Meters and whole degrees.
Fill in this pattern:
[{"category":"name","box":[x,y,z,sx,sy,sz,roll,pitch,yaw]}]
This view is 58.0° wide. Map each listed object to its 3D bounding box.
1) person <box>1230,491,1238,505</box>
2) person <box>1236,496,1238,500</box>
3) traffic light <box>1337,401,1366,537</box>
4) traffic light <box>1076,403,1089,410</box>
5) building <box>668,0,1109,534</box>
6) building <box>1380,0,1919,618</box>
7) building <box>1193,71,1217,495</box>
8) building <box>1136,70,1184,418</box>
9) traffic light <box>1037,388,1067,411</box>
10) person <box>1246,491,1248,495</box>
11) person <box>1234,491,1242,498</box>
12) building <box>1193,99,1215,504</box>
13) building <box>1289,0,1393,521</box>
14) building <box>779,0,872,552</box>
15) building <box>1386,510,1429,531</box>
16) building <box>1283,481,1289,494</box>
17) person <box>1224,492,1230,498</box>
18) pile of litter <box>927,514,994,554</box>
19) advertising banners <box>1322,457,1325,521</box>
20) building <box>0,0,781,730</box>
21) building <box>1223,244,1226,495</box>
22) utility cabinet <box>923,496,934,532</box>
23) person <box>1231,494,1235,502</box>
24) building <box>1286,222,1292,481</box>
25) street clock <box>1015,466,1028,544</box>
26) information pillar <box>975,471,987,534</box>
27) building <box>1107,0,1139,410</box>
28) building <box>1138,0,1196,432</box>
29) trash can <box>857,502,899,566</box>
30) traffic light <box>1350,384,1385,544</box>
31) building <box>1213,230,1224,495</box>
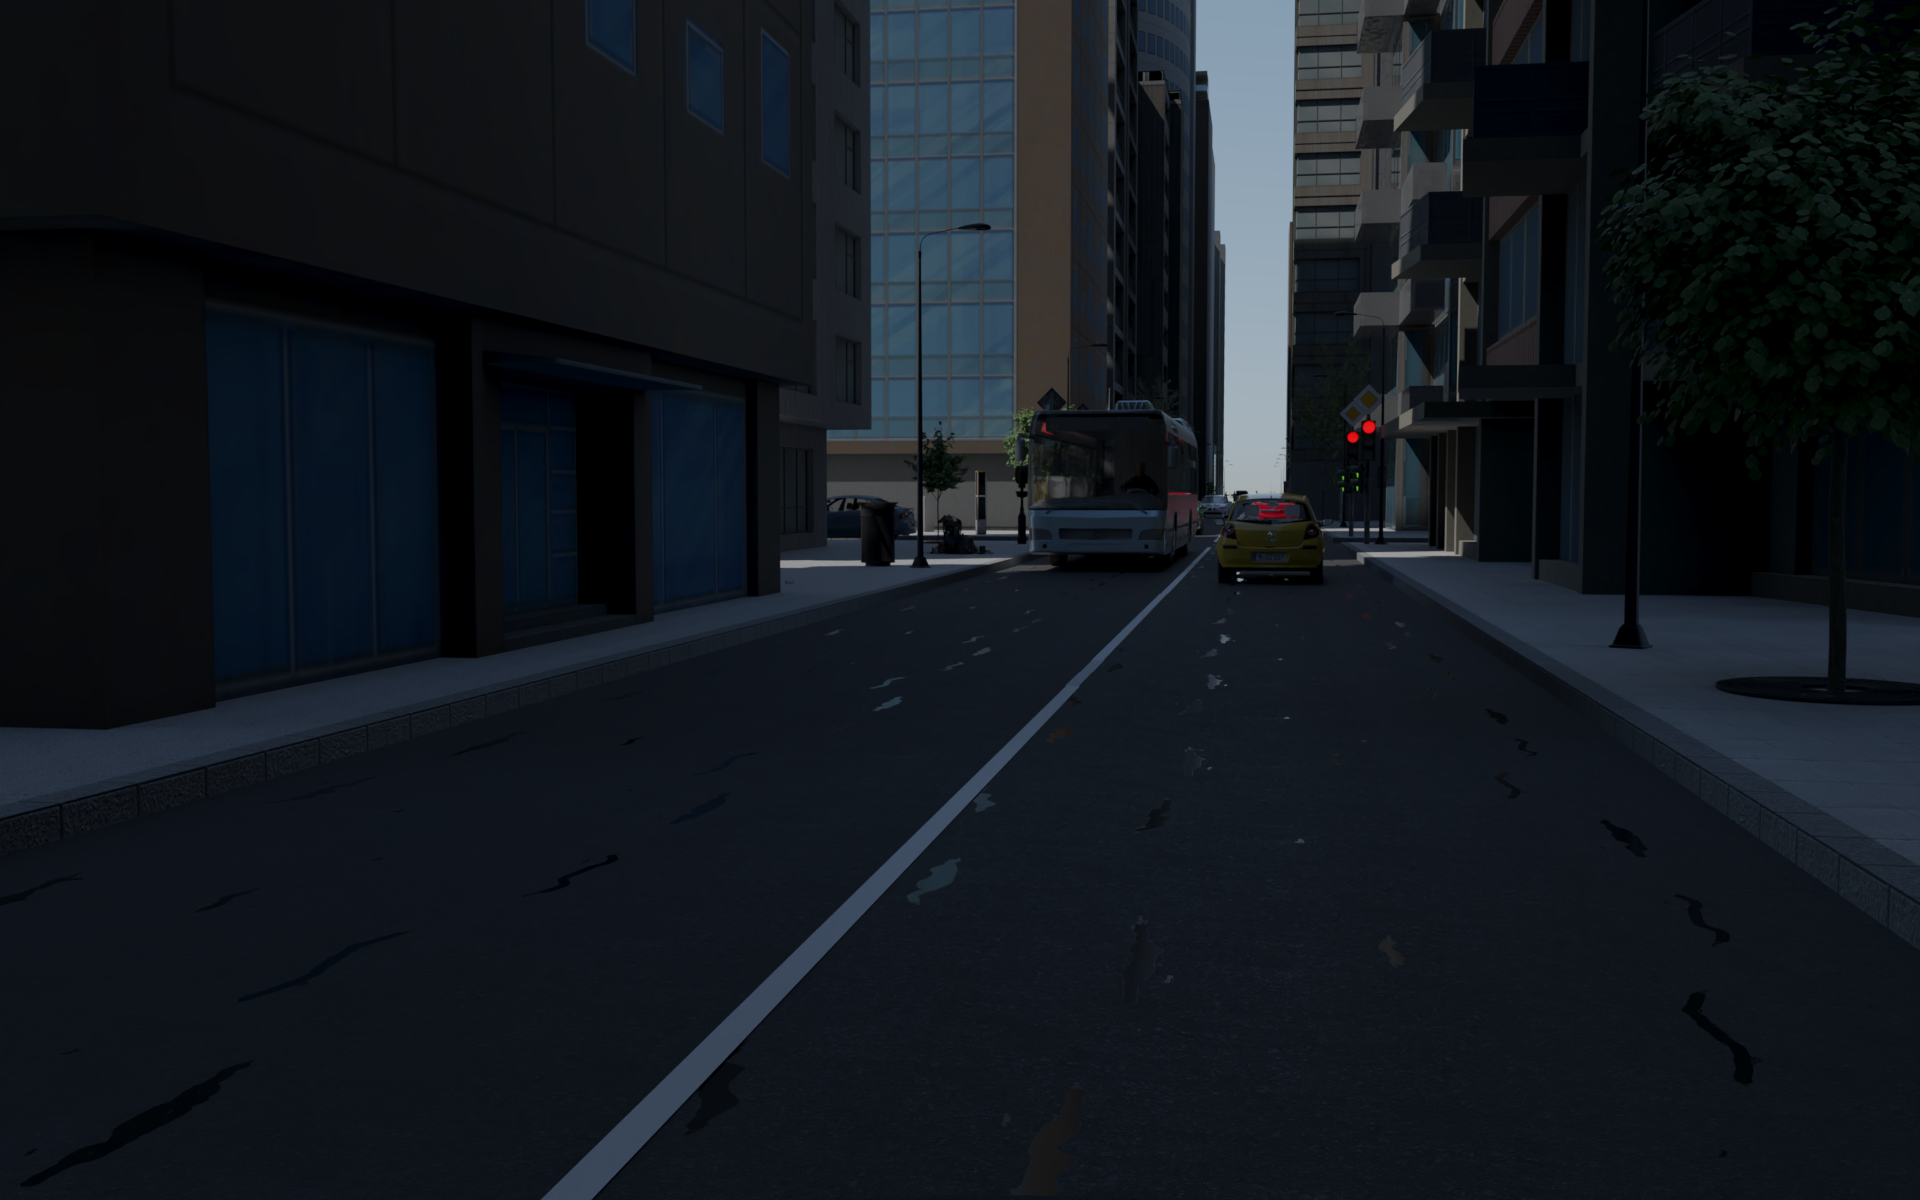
[{"category":"person","box":[35.515,-13.177,223.952,1.348,1.824,0.705,2,4,33]},{"category":"person","box":[36.798,-13.356,230.062,0.799,1.438,0.628,2,4,29]},{"category":"traffic light","box":[11.792,-3.870,52.189,0.839,4.253,0.868,1,4,10]},{"category":"traffic light","box":[3.799,-3.954,53.564,0.839,4.253,0.868,1,4,10]},{"category":"building","box":[-1.799,-25.472,66.577,14.600,45.320,14.200,1,4,10]},{"category":"building","box":[18.846,-22.792,27.282,22.147,44.769,28.867,1,4,10]},{"category":"building","box":[24.659,-56.688,239.518,22.319,86.520,31.000,1,4,10]},{"category":"building","box":[8.005,-21.277,119.577,14.160,30.474,14.107,1,4,10]},{"category":"traffic light","box":[2.425,-3.473,45.698,0.839,4.253,0.868,1,4,10]},{"category":"person","box":[42.056,-14.975,253.276,0.705,1.831,1.348,3,4,38]},{"category":"person","box":[34.905,-12.707,216.276,1.348,1.821,0.705,1,4,21]},{"category":"building","box":[20.960,-33.268,194.038,14.600,45.320,14.200,1,4,10]},{"category":"building","box":[24.155,-24.763,88.463,14.154,41.232,14.086,1,4,10]},{"category":"building","box":[-9.692,-21.747,39.164,14.086,41.232,14.154,1,4,10]},{"category":"building","box":[29.576,-26.968,60.530,30.456,49.044,23.786,1,4,10]},{"category":"building","box":[64.336,-34.397,254.278,32.217,40.220,23.993,1,4,10]},{"category":"person","box":[31.152,-11.781,201.917,0.742,1.727,0.445,0,4,-4]},{"category":"pile of litter","box":[-0.080,-1.431,37.364,1.176,0.858,1.719,-3,5,-45]},{"category":"advertising banners","box":[15.787,-4.834,75.231,0.090,3.025,2.074,1,4,12]},{"category":"building","box":[-9.944,-22.363,15.750,14.600,45.320,14.200,1,4,10]},{"category":"building","box":[35.030,-36.272,276.642,14.154,41.232,14.086,1,4,10]},{"category":"utility cabinet","box":[-1.169,-2.929,59.049,0.306,1.237,1.020,1,4,17]},{"category":"person","box":[36.559,-13.443,231.489,0.799,1.438,0.628,-1,4,-19]},{"category":"building","box":[58.951,-38.195,274.596,14.600,45.320,14.200,1,4,10]},{"category":"street clock","box":[1.590,-2.436,44.397,0.358,2.002,0.471,-1,4,-18]},{"category":"information pillar","box":[0.670,-3.095,55.101,0.304,2.012,0.304,-1,4,-11]},{"category":"building","box":[1.091,-39.925,91.025,20.563,71.187,20.611,1,4,10]},{"category":"building","box":[8.205,-36.724,142.435,21.231,58.520,28.212,1,4,10]},{"category":"trash can","box":[-1.464,-1.177,30.890,0.748,1.137,0.748,0,3,0]},{"category":"traffic light","box":[10.418,-3.389,44.323,0.839,4.253,0.868,1,4,10]},{"category":"building","box":[32.071,-35.404,262.451,14.154,41.232,14.086,1,4,10]}]
